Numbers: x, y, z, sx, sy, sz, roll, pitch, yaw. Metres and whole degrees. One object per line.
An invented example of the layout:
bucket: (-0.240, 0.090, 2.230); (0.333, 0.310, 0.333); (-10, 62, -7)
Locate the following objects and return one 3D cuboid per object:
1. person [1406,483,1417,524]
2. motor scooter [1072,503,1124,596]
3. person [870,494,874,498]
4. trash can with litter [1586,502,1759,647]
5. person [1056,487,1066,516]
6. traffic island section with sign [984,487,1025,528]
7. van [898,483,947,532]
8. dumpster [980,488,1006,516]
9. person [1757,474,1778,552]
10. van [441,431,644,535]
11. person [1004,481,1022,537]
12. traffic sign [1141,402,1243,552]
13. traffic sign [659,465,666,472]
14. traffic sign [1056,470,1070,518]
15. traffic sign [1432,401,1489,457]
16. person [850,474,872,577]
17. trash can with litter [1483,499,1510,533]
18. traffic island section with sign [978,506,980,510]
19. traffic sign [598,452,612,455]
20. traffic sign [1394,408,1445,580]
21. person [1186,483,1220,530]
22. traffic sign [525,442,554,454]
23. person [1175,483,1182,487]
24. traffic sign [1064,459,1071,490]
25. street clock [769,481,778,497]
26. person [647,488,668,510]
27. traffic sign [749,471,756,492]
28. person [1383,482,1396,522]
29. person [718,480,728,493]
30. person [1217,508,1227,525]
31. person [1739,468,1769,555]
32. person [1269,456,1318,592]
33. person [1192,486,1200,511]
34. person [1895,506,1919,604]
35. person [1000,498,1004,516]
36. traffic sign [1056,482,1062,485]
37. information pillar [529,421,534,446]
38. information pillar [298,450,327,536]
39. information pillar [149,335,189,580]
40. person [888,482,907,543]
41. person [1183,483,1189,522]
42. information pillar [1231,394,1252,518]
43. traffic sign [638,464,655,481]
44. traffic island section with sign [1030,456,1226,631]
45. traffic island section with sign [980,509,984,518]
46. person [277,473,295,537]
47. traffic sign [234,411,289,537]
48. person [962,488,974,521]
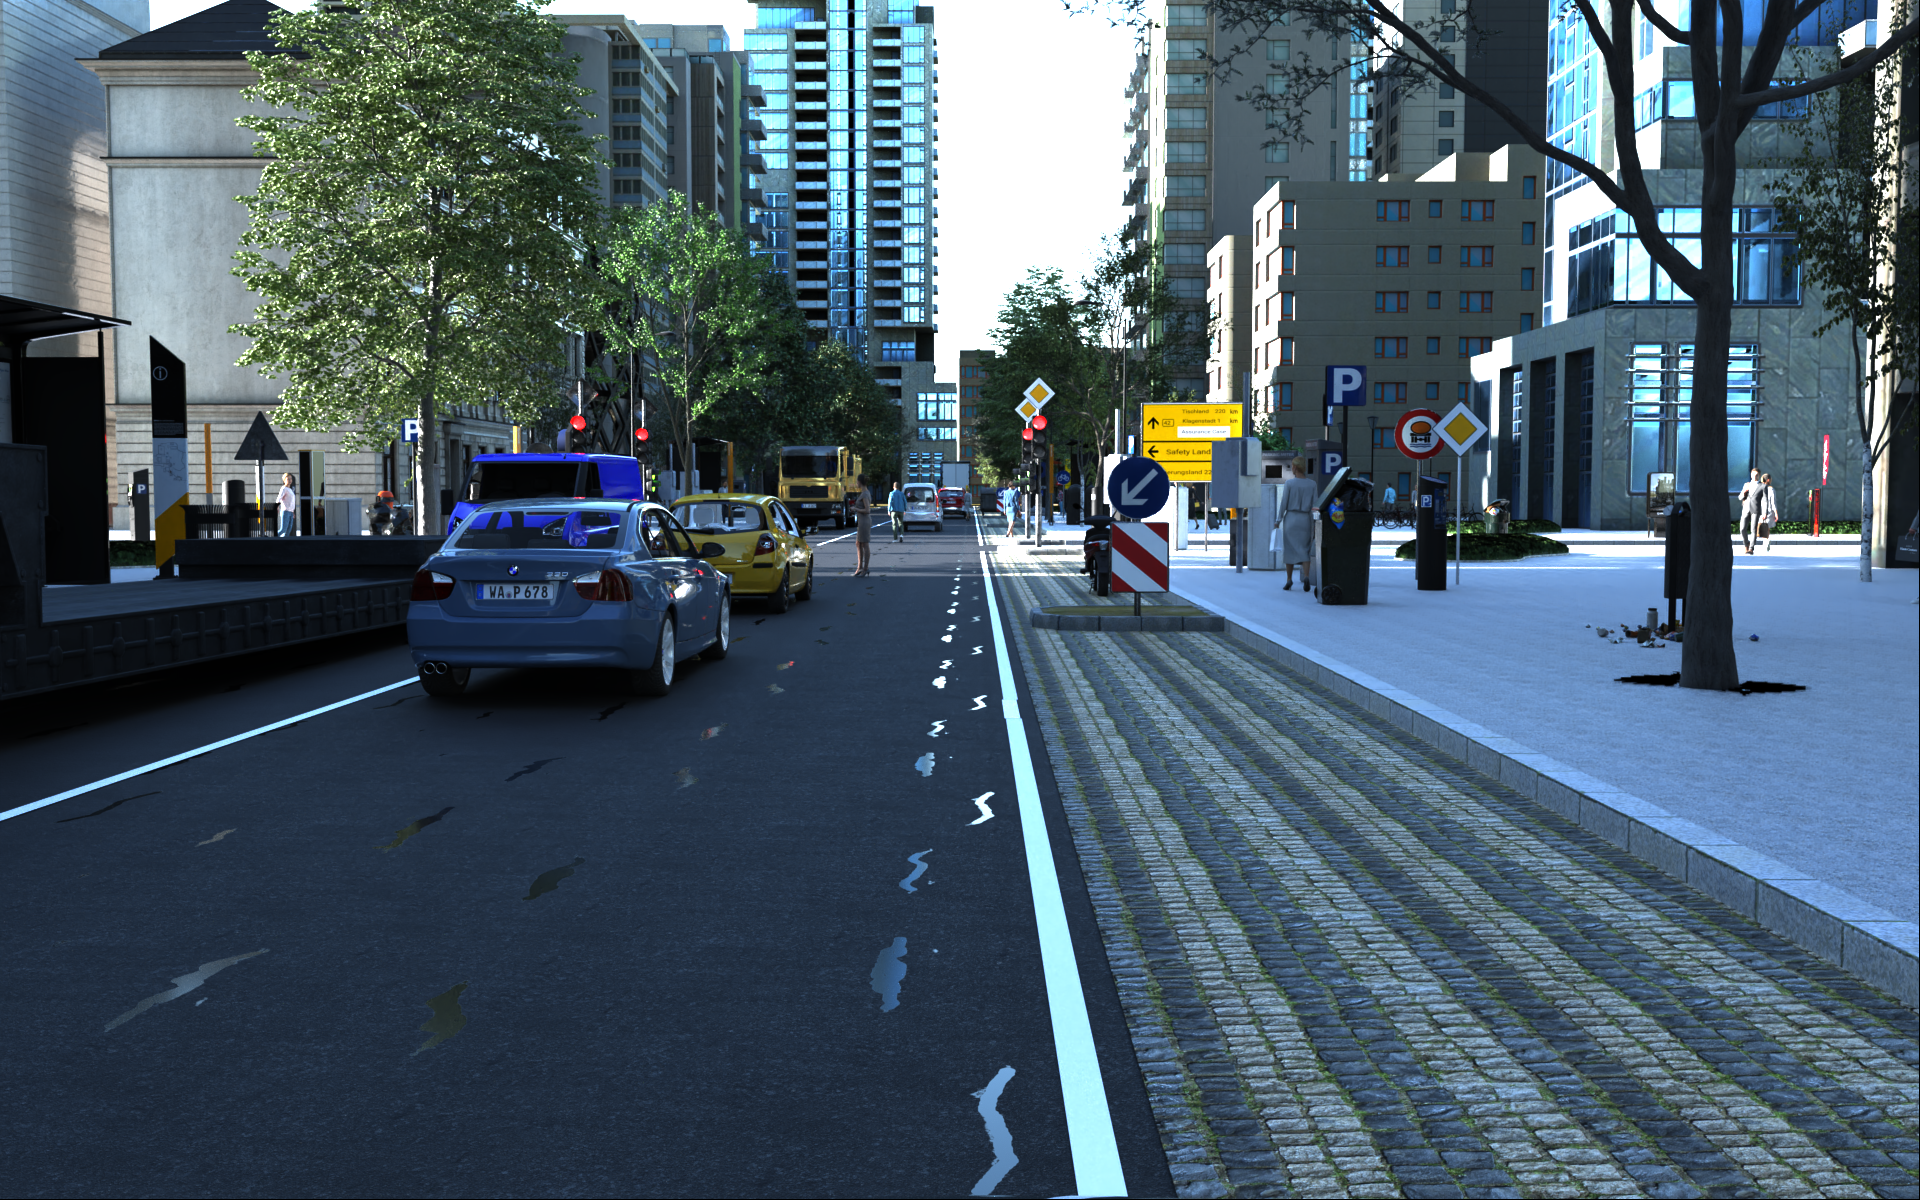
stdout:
person: (18.823, -3.962, 71.577); (0.760, 1.731, 0.466); (2, 4, 24)
motor scooter: (2.015, -0.735, 24.795); (0.815, 1.314, 1.986); (0, 4, 2)
person: (-10.788, -12.028, 204.793); (1.348, 1.869, 0.705); (1, 4, 21)
trash can with litter: (6.215, -0.269, 15.448); (1.678, 1.210, 2.233); (3, 4, 36)
person: (5.987, -5.830, 102.200); (0.643, 1.720, 0.563); (0, 4, -1)
traffic island section with sign: (2.150, -4.019, 74.346); (1.989, 1.847, 2.006); (0, 4, 0)
van: (-1.523, -3.699, 67.496); (2.013, 2.044, 4.112); (0, 4, 1)
dumpster: (2.211, -6.460, 113.844); (1.865, 1.857, 1.264); (0, 4, -1)
person: (17.776, -1.919, 38.166); (0.466, 1.731, 0.760); (0, 4, 3)
van: (-6.010, -1.290, 25.477); (2.240, 2.365, 5.245); (0, 4, 1)
person: (1.523, -2.682, 52.377); (0.581, 1.822, 0.654); (3, 5, 45)
traffic sign: (5.149, -2.725, 38.419); (2.265, 3.308, 0.079); (1, 4, 8)
traffic sign: (-12.907, -4.646, 76.076); (0.768, 2.556, 0.104); (0, 4, 4)
traffic sign: (5.555, -5.685, 93.054); (0.768, 2.556, 0.104); (0, 4, 5)
traffic sign: (7.077, -1.513, 24.477); (0.795, 2.593, 0.064); (0, 4, 3)
person: (-1.709, -1.288, 29.895); (0.374, 1.781, 0.599); (0, 4, -5)
trash can with litter: (12.451, -1.800, 40.816); (0.624, 1.170, 1.055); (-2, 4, -24)
traffic island section with sign: (2.673, -8.738, 151.500); (1.989, 1.847, 2.006); (0, 4, 0)
traffic sign: (-10.760, -3.196, 52.362); (0.768, 2.556, 0.104); (0, 4, 7)
traffic sign: (6.861, -1.575, 25.865); (0.768, 2.556, 0.104); (1, 4, 10)
person: (8.605, -3.450, 62.666); (0.699, 1.804, 1.509); (-3, 5, -42)
traffic sign: (-10.349, -2.599, 42.604); (0.768, 2.556, 0.104); (0, 4, 4)
person: (6.847, -2.889, 53.626); (0.444, 1.785, 0.601); (2, 4, 34)
traffic sign: (7.058, -6.389, 98.334); (2.265, 3.308, 0.079); (0, 4, 5)
street clock: (-9.978, -5.395, 92.772); (0.471, 2.002, 0.358); (1, 4, 19)
person: (-11.715, -3.741, 67.427); (1.509, 1.804, 0.699); (3, 5, 42)
traffic sign: (-11.057, -5.729, 93.773); (0.768, 2.556, 0.104); (0, 4, 6)
person: (19.828, -4.510, 79.806); (0.660, 1.820, 0.620); (-2, 4, -34)
person: (-9.334, -3.860, 69.003); (0.661, 1.843, 0.795); (0, 4, -3)
person: (10.812, -4.002, 71.651); (0.511, 1.800, 0.466); (2, 4, 27)
person: (16.795, -1.874, 36.654); (0.622, 1.834, 0.822); (2, 4, 35)
person: (4.444, -1.008, 22.881); (0.694, 1.780, 0.624); (1, 4, 11)
person: (15.648, -6.735, 116.379); (0.699, 1.804, 1.509); (0, 4, -2)
person: (11.181, -0.834, 19.869); (0.709, 1.800, 0.728); (-2, 4, -24)
person: (2.853, -6.373, 112.505); (0.655, 1.846, 0.447); (2, 4, 35)
traffic sign: (6.122, -6.284, 102.752); (0.884, 2.594, 0.081); (1, 4, 8)
information pillar: (-12.782, -3.693, 51.739); (0.183, 3.616, 0.504); (-1, 4, -21)
information pillar: (-10.751, -1.485, 28.775); (0.304, 2.012, 0.304); (2, 4, 27)
information pillar: (-11.701, -2.097, 25.634); (0.504, 3.616, 0.183); (0, 4, -7)
person: (-1.841, -2.578, 50.990); (0.601, 1.785, 0.444); (-1, 4, -15)
person: (9.843, -4.410, 78.367); (1.509, 1.804, 0.699); (-2, 4, -24)
information pillar: (6.648, -3.026, 40.838); (0.504, 3.616, 0.183); (2, 4, 24)
traffic sign: (-12.341, -4.159, 68.107); (0.768, 2.556, 0.104); (0, 4, 2)
traffic island section with sign: (1.769, -0.628, 18.892); (1.989, 1.847, 2.006); (0, 4, 0)
traffic island section with sign: (2.327, -5.701, 101.843); (1.989, 1.847, 2.006); (0, 4, 0)
person: (-14.895, -1.910, 37.943); (0.598, 1.740, 0.731); (-1, 4, -13)
traffic sign: (-10.947, -1.659, 27.134); (0.884, 2.594, 0.081); (0, 4, 6)
person: (0.394, -5.115, 92.475); (0.624, 1.780, 0.694); (-3, 5, -43)
